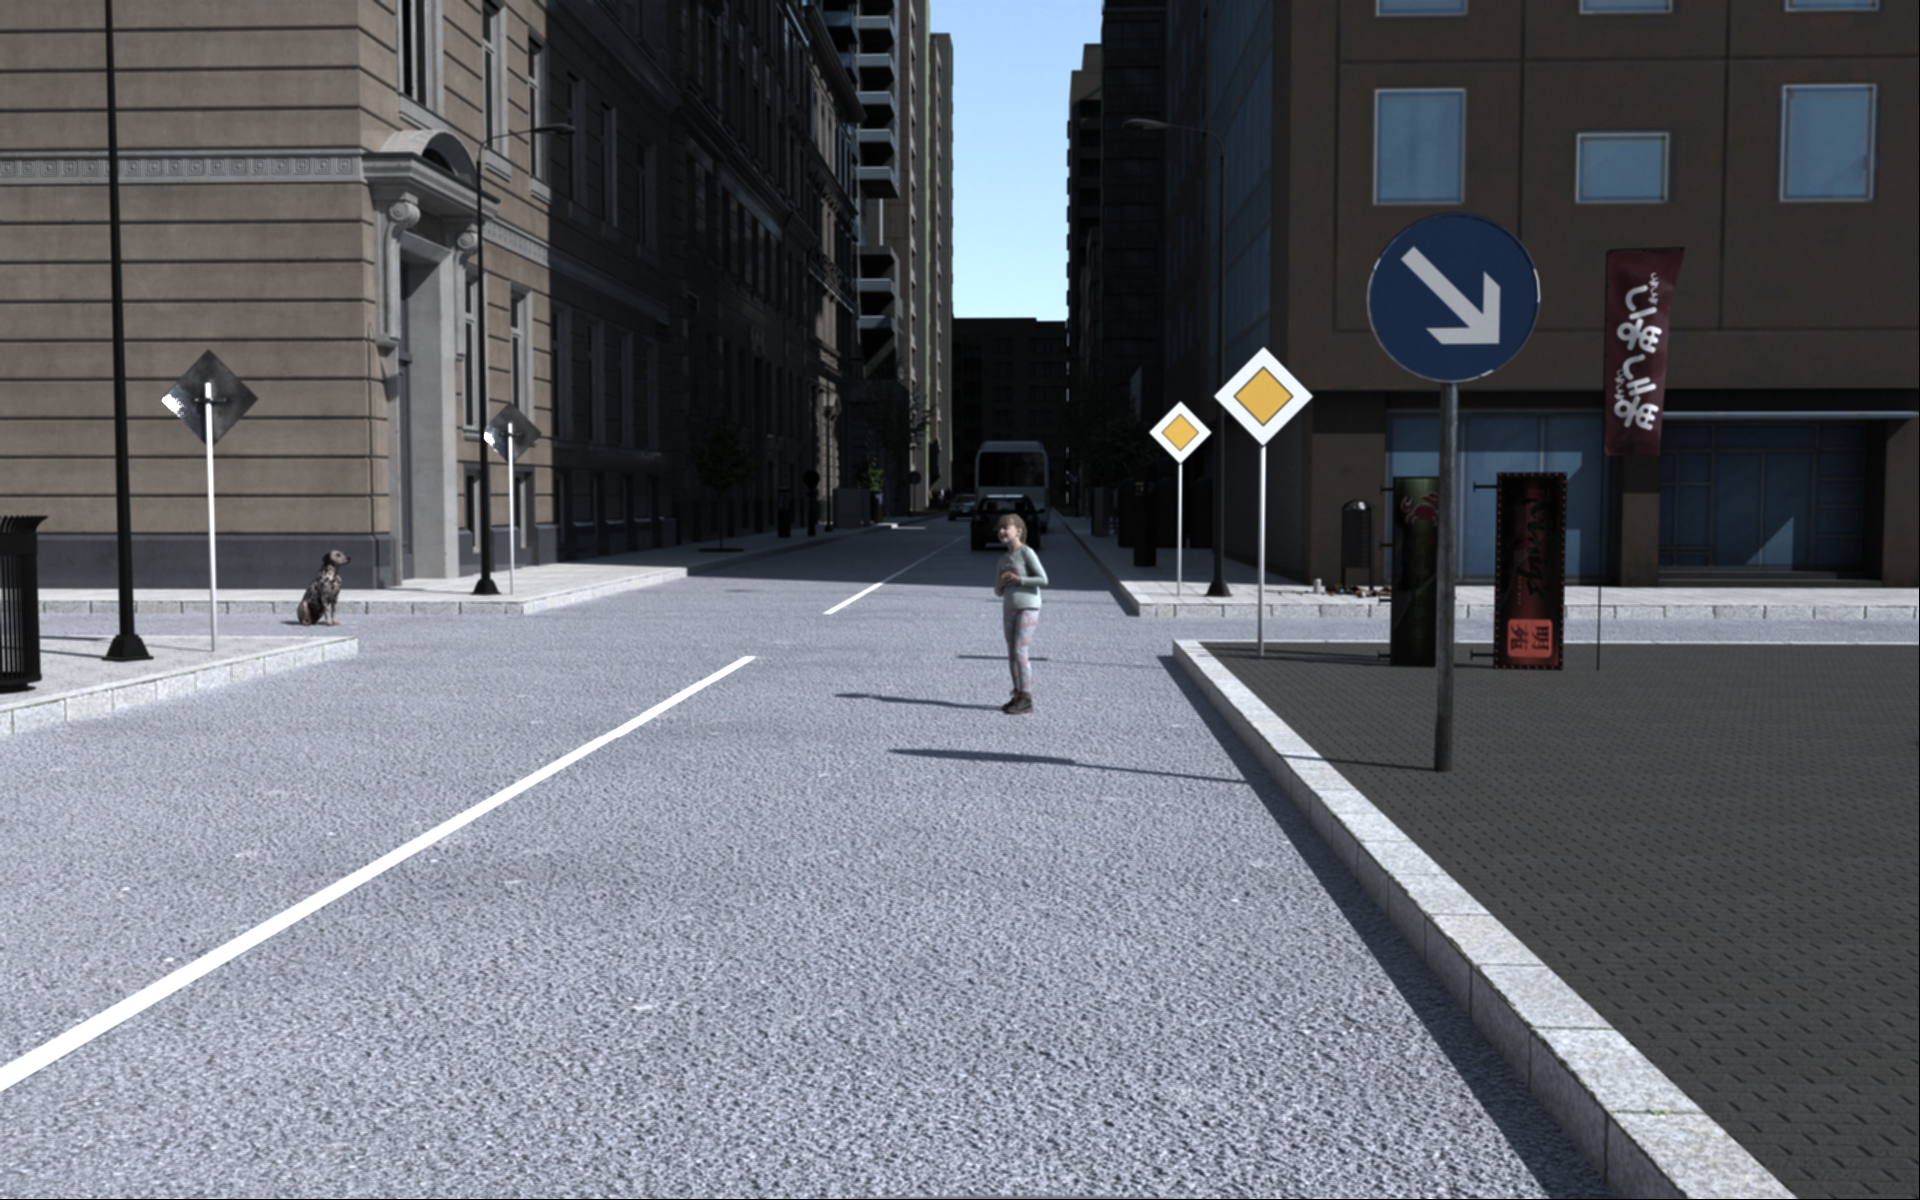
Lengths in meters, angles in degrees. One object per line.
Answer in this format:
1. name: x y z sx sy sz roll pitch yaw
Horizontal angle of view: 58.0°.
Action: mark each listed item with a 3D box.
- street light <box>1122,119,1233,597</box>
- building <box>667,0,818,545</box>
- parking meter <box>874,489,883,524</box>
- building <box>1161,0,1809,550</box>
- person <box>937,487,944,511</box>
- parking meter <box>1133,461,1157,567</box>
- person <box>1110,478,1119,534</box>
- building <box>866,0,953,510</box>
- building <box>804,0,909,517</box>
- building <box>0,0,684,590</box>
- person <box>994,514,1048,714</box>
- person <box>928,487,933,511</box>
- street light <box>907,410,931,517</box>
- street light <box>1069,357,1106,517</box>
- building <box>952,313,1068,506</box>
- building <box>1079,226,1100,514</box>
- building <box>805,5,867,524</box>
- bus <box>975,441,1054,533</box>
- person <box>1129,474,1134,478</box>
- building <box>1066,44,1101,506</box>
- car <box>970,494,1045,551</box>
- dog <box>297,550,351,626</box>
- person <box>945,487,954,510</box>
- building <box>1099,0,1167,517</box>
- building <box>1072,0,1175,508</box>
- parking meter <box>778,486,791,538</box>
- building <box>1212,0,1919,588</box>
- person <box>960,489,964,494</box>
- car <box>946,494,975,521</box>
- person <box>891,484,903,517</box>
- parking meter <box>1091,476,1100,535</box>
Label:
1. street light: 2.711 -3.002 21.628 1.470 5.913 1.316 0 4 3
2. building: -12.071 -15.757 54.886 12.463 27.353 25.104 0 4 3
3. parking meter: -3.541 -4.085 75.199 0.372 1.533 0.369 0 3 0
4. building: 13.242 -24.348 48.201 14.600 45.320 14.200 0 4 3
5. person: -1.551 -7.709 131.955 0.599 1.838 0.709 0 4 0
6. parking meter: 3.278 -1.528 30.688 0.255 1.863 0.399 3 5 43
7. person: 5.008 -2.990 55.273 0.623 1.781 0.721 1 4 13
8. building: -7.958 -28.497 149.516 14.154 41.232 14.086 0 4 3
9. building: -14.072 -48.843 111.253 22.319 86.520 31.000 0 4 3
10. building: -13.635 -15.071 32.323 13.634 28.700 20.117 0 4 3
11. person: 0.378 0.083 11.414 0.425 1.301 0.394 2 4 29
12. person: -2.273 -7.794 133.491 0.705 1.823 1.348 0 4 0
13. street light: -2.280 -7.558 96.120 1.470 5.913 1.316 0 4 3
14. street light: 4.369 -5.264 58.614 1.470 5.913 1.316 0 4 3
15. building: -2.589 -21.411 195.115 28.899 21.520 27.650 0 4 3
16. building: 22.876 -17.178 125.904 27.650 21.520 28.899 0 4 3
17. building: -10.630 -15.203 77.443 11.050 23.489 19.941 0 4 3
18. bus: 2.161 -4.413 67.009 2.948 3.499 13.247 0 4 3
19. person: 4.995 -2.633 48.905 0.655 1.846 0.447 -3 4 -38
20. building: 22.511 -34.663 190.436 21.600 48.544 21.300 0 4 3
21. car: 1.222 -2.176 45.360 2.009 1.686 4.222 0 4 4
22. dog: -7.043 -0.137 19.072 0.513 0.831 0.800 -2 4 -30
23. person: -0.898 -8.111 138.679 0.705 1.821 1.348 2 4 30
24. building: 15.384 -20.334 104.168 14.160 30.474 14.107 0 4 3
25. building: 21.599 -51.451 153.902 22.319 86.520 31.000 0 4 3
26. parking meter: -5.195 -2.616 51.185 0.372 1.533 0.369 0 3 0
27. building: 11.867 -23.170 28.947 14.200 45.320 14.600 0 4 3
28. person: 0.285 -10.210 173.062 0.705 1.814 1.350 2 4 24
29. car: 0.353 -5.037 94.148 2.131 1.459 4.920 0 4 3
30. person: -3.456 -5.398 94.279 0.713 1.824 0.794 -2 4 -26
31. parking meter: 4.261 -2.977 54.392 0.255 1.863 0.399 0 4 6
